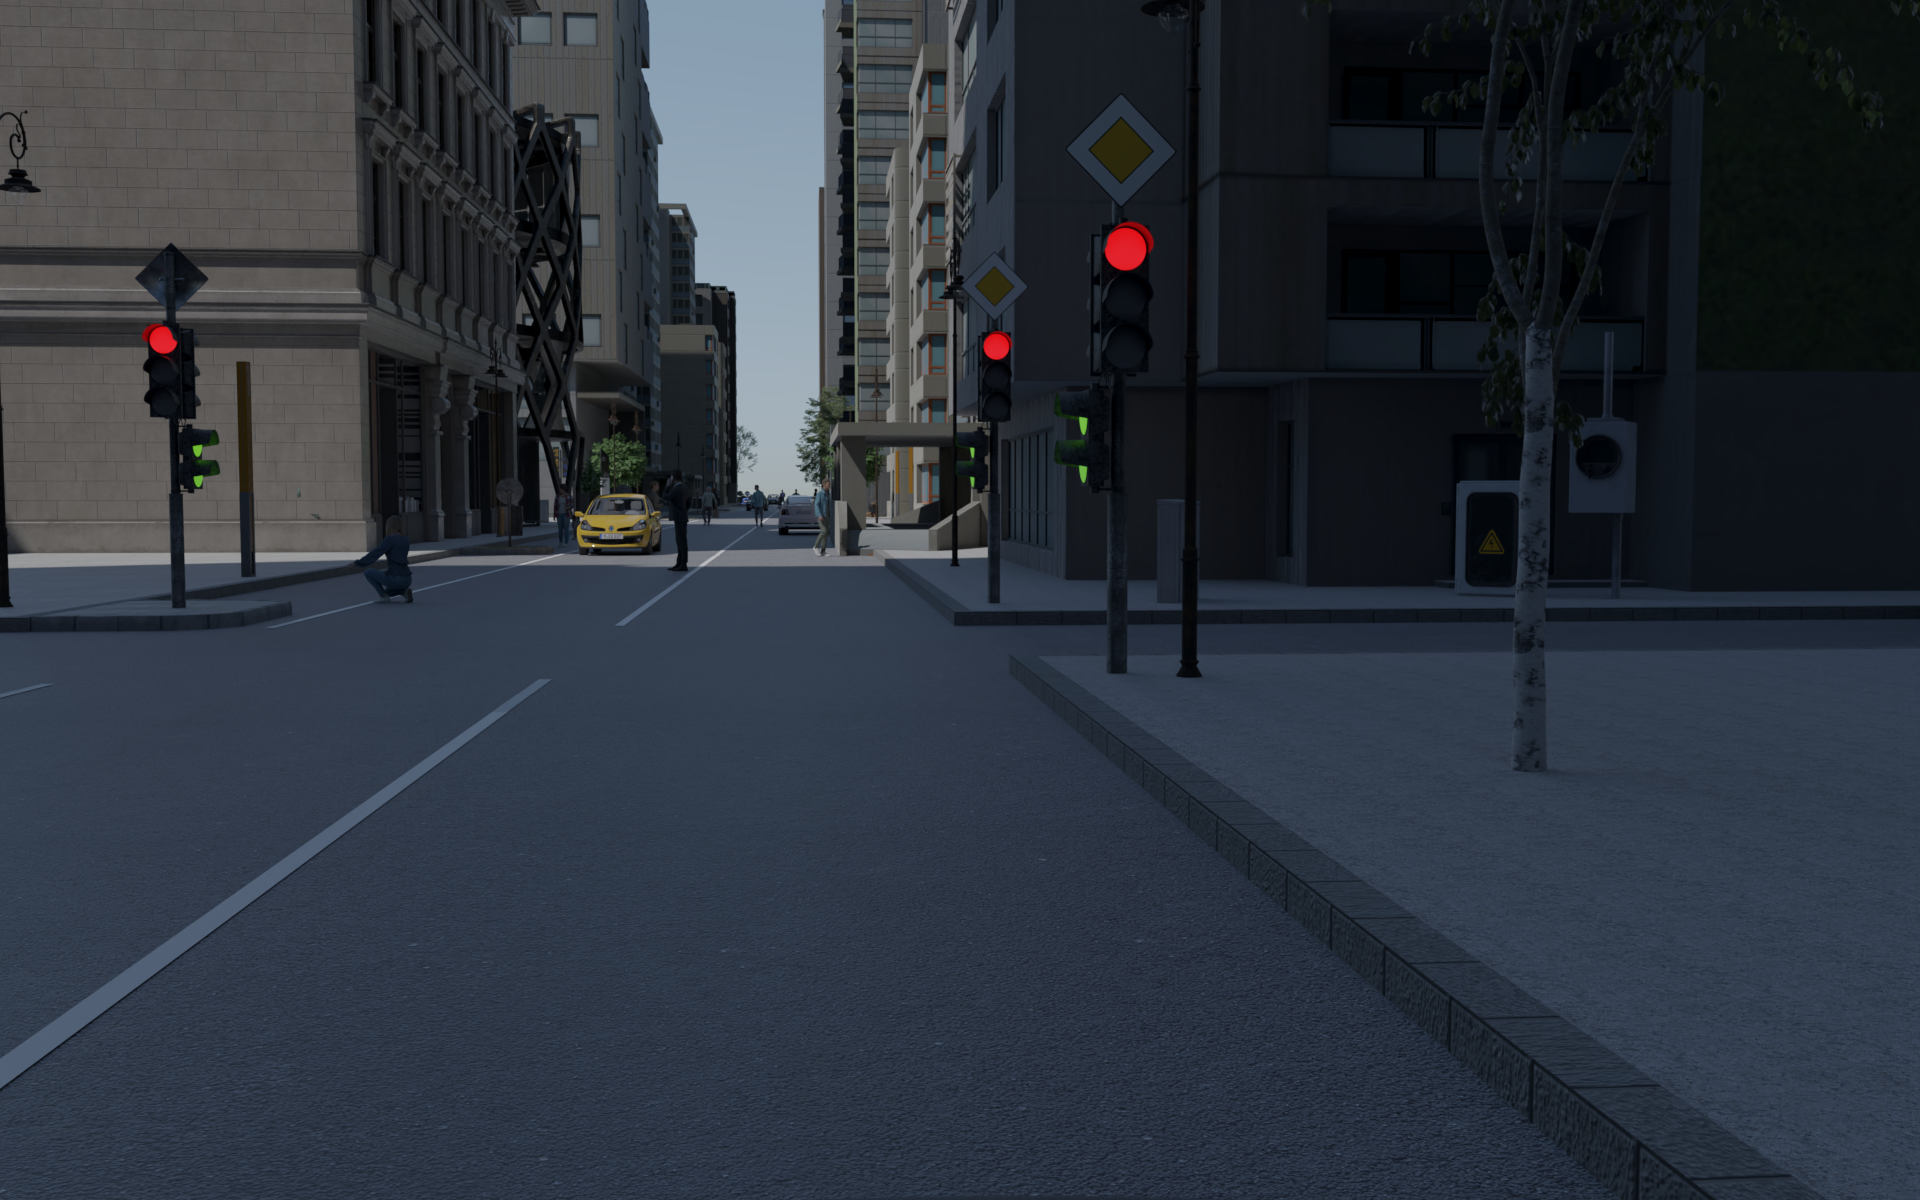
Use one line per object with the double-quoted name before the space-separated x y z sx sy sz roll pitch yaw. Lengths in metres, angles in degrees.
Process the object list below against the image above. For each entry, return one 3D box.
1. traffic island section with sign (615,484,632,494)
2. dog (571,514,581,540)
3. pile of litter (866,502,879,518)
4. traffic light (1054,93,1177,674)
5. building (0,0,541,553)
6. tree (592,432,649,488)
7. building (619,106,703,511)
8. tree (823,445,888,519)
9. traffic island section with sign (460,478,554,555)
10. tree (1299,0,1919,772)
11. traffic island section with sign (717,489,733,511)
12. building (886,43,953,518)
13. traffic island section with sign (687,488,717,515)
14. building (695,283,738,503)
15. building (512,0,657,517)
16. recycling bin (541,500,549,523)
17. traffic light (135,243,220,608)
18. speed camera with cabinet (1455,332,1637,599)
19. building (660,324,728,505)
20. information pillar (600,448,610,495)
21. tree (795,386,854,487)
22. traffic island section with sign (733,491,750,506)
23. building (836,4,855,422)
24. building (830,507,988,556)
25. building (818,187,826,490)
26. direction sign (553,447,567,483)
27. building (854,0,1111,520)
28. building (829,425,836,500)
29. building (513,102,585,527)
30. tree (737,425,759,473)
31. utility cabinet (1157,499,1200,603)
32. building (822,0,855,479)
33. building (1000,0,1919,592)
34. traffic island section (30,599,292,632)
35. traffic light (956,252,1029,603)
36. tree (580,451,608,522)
"traffic island section with sign" -13.350 -3.684 68.857 1.989 1.847 2.006 0 4 -5
"dog" -11.867 -2.298 54.405 0.800 0.831 0.513 1 4 18
"pile of litter" -5.032 -4.955 94.979 1.176 0.858 1.719 -1 4 -9
"traffic light" 1.107 -1.431 12.317 0.839 4.253 0.868 0 4 -5
"building" -17.586 -11.468 38.409 10.553 20.767 40.483 0 4 -5
"tree" -17.978 -6.570 91.133 4.285 4.588 4.351 0 3 0
"building" -39.945 -28.372 155.766 32.217 40.220 23.993 0 4 -5
"tree" -5.370 -6.407 88.467 4.285 4.588 4.351 0 3 0
"traffic island section with sign" -10.865 -2.024 41.717 1.989 1.847 2.006 0 4 -5
"tree" 2.884 -3.515 7.832 4.360 8.622 3.978 0 3 0
"traffic island section with sign" -20.380 -8.375 145.561 1.989 1.847 2.006 0 4 -5
"building" 11.028 -14.517 82.389 27.650 21.520 28.899 0 4 -5
"traffic island section with sign" -17.923 -6.733 118.718 1.989 1.847 2.006 0 4 -5
"building" -37.775 -28.425 236.452 14.160 30.474 14.107 0 4 -5
"building" -33.382 -31.591 105.744 28.713 52.752 27.495 0 4 -5
"recycling bin" -18.973 -3.995 77.875 0.722 1.027 0.722 3 5 40
"traffic light" -8.793 -1.865 19.417 0.839 4.253 0.868 0 4 -5
"speed camera with cabinet" 7.240 -1.657 21.434 2.038 3.252 0.660 2 4 32
"building" -40.217 -21.133 190.571 27.650 21.520 28.899 0 4 -5
"information pillar" -18.072 -5.919 88.132 0.504 3.616 0.183 -3 5 -43
"tree" -13.315 -16.100 181.367 7.486 12.596 7.792 0 3 0
"traffic island section with sign" -25.493 -11.790 201.396 1.989 1.847 2.006 0 4 -5
"building" 2.252 -28.804 125.571 22.147 44.769 28.867 0 4 -5
"building" 12.608 -21.747 47.437 32.217 40.220 23.993 0 4 -5
"building" -13.091 -36.461 246.244 14.600 45.320 14.200 0 4 -5
"direction sign" -19.098 -5.561 82.914 0.876 3.537 0.379 1 4 20
"building" 0.630 -25.713 104.005 14.154 41.232 14.086 0 4 -5
"building" -0.382 -51.468 154.178 22.319 86.520 31.000 0 4 -5
"building" -23.296 -12.184 66.663 16.820 18.784 16.811 0 4 -5
"tree" -32.942 -19.892 250.986 9.928 11.665 9.643 0 3 0
"utility cabinet" 2.633 -0.589 20.788 0.306 1.237 1.020 1 4 21
"building" -5.184 -40.296 200.844 21.231 58.520 28.212 0 4 -5
"building" 7.239 -21.079 28.236 14.086 41.232 14.154 0 4 -5
"traffic island section" -8.834 0.167 19.548 2.009 0.180 2.903 0 4 -5
"traffic light" 0.379 -1.917 20.269 0.839 4.253 0.868 0 4 -5
"tree" -16.727 -5.122 78.350 1.663 3.219 1.824 0 3 0
